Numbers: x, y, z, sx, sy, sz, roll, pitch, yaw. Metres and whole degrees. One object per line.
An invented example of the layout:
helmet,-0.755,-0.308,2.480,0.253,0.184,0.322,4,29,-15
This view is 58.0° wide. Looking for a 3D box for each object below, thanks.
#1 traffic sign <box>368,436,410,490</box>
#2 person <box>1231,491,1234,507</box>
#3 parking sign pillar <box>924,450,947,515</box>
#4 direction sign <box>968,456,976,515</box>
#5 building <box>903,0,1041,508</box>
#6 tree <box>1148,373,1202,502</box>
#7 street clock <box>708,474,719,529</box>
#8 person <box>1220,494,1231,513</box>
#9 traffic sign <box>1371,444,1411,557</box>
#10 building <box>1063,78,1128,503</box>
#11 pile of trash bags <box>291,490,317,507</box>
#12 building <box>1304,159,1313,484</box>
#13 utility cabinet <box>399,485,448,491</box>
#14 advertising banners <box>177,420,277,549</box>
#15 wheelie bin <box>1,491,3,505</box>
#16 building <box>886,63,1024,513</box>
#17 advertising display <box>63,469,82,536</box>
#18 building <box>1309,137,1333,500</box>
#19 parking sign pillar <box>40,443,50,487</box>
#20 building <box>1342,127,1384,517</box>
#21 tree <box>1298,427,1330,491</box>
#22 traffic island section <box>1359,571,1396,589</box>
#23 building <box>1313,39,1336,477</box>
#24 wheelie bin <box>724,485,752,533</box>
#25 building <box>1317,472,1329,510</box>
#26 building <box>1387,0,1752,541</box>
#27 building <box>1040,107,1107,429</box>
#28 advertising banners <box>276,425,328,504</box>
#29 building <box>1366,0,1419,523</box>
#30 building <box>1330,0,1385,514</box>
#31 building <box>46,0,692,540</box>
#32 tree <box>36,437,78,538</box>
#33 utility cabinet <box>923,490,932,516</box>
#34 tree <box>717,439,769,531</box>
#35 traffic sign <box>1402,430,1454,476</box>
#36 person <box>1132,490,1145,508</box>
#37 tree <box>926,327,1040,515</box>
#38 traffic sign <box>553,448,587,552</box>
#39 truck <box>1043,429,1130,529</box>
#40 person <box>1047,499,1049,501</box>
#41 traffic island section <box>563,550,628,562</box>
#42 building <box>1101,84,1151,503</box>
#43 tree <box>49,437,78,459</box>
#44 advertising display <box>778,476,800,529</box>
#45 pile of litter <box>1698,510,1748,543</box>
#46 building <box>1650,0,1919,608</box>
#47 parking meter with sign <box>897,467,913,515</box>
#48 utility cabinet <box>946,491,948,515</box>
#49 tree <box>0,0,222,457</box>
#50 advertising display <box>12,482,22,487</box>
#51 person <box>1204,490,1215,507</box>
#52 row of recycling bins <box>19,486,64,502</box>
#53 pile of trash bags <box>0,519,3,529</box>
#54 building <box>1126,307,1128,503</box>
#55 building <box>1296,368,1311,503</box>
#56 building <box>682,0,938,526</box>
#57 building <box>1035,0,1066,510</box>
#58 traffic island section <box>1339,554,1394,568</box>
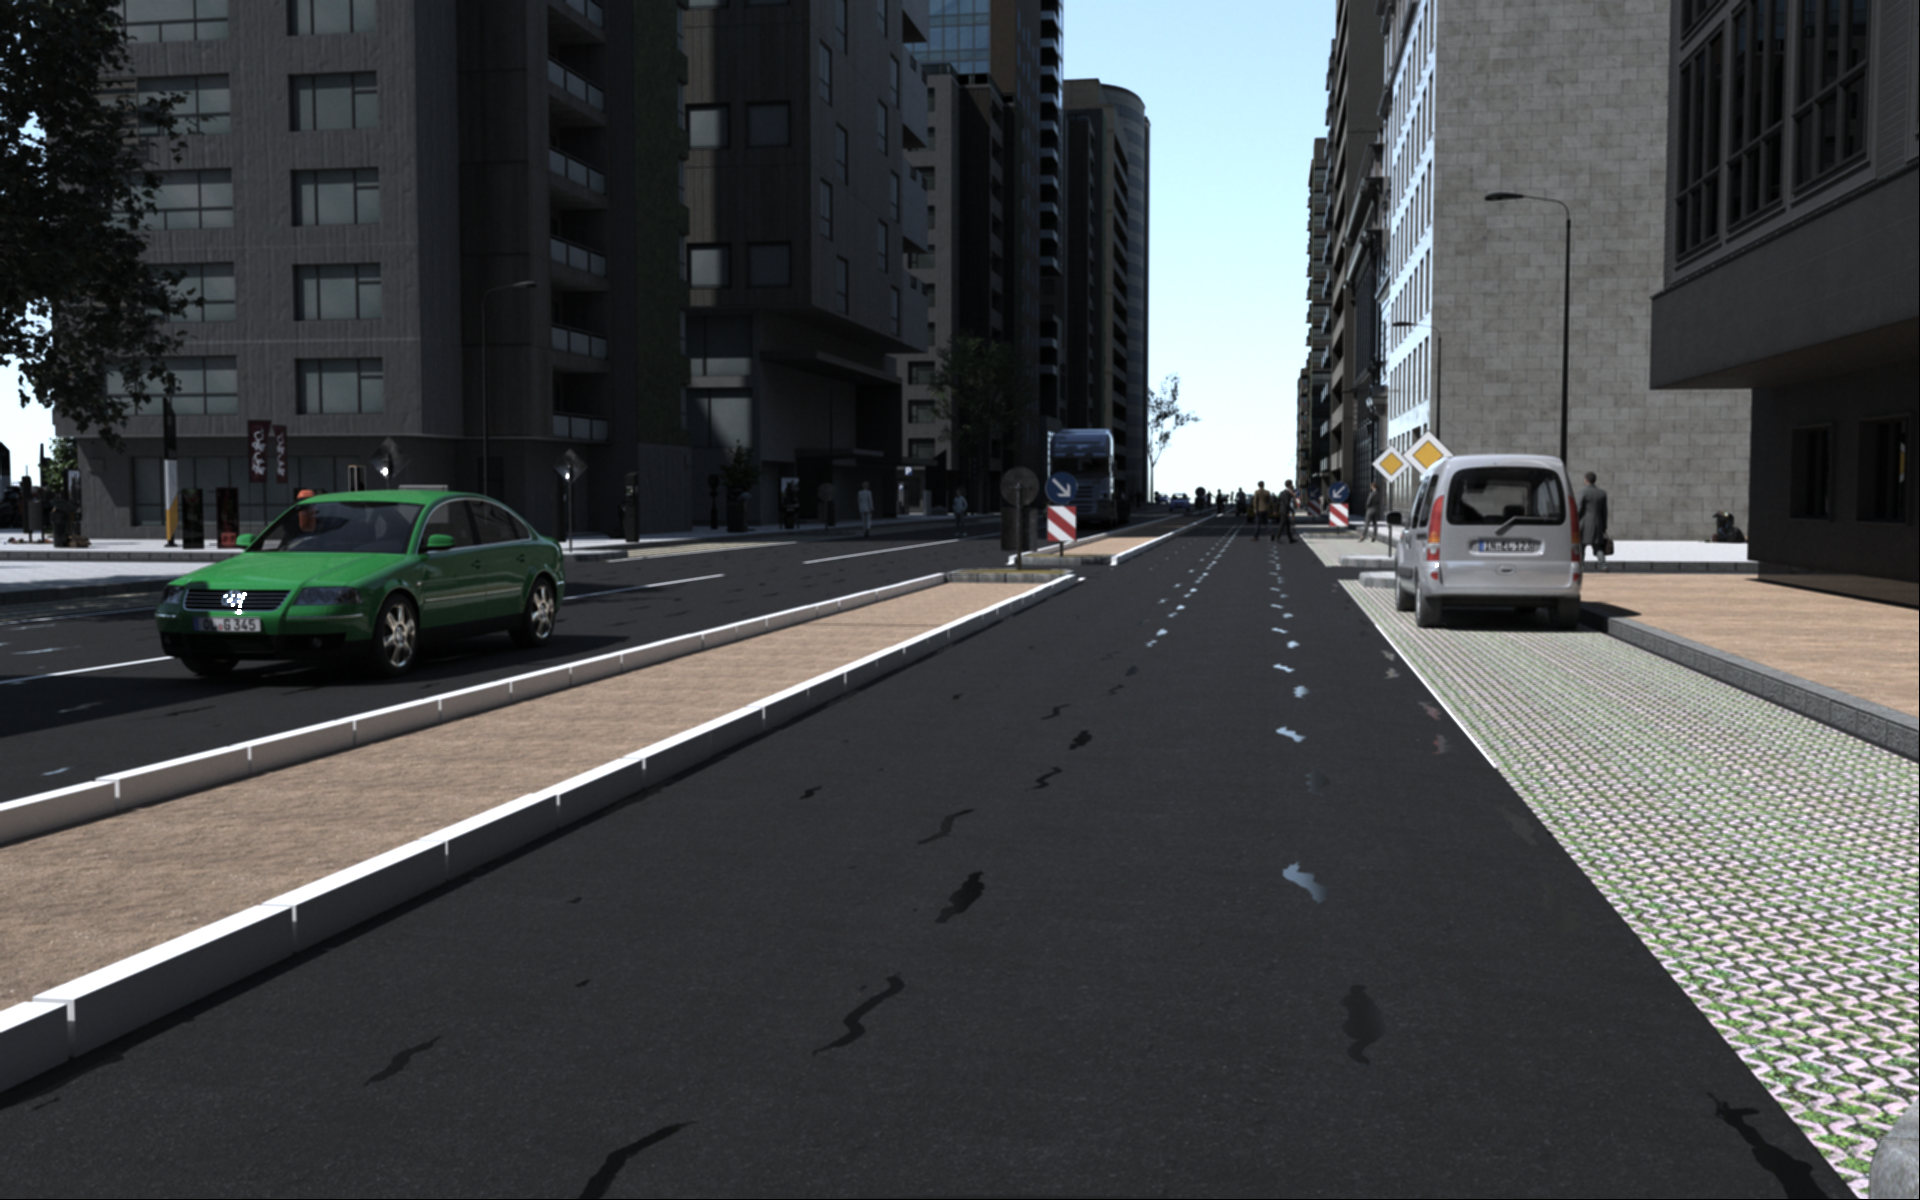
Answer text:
traffic sign,-9.954,-1.625,30.208,0.795,2.450,0.064,1,4,10
person,29.841,-11.090,190.538,0.721,1.743,1.217,0,4,4
parking sign pillar,-1.492,-7.081,104.254,1.447,3.967,1.447,-1,4,-15
direction sign,0.744,-6.860,104.154,0.379,3.537,0.876,-2,4,-31
building,-1.523,-29.633,134.604,14.600,45.320,14.200,1,4,10
tree,31.184,-25.246,268.662,12.611,20.169,13.585,0,3,0
street clock,-8.956,-3.577,63.051,0.358,2.002,0.471,-2,4,-33
person,19.575,-7.104,127.831,0.628,1.438,0.799,3,4,36
traffic sign,8.707,-1.919,35.018,0.795,2.450,0.064,1,4,10
building,8.583,-35.711,207.571,21.300,48.544,21.600,1,4,10
pile of trash bags,-35.417,-4.973,91.062,1.912,1.369,3.447,1,4,12
building,55.418,-34.628,220.786,22.147,44.769,28.867,1,4,10
utility cabinet,-13.574,-2.152,43.861,1.173,1.500,0.318,-1,4,-12
advertising banners,-17.252,-2.721,40.681,2.074,3.025,0.090,-1,4,-23
wheelie bin,-38.736,-3.851,70.876,0.980,1.594,0.693,1,4,21
building,-3.476,-21.332,120.476,14.160,30.474,14.107,1,4,10
advertising display,-22.612,-2.381,44.147,0.123,1.923,0.974,-1,4,-9
building,47.748,-31.609,200.405,14.154,41.232,14.086,1,4,10
parking sign pillar,-48.728,-6.348,92.258,1.447,3.967,1.447,-2,4,-31
building,28.403,-15.535,95.799,13.314,21.916,24.055,1,4,10
tree,39.347,-14.773,191.908,4.360,8.622,3.978,0,3,0
traffic island section,7.346,-0.302,27.226,2.009,0.180,2.903,1,4,10
building,46.391,-33.412,165.896,23.786,49.044,30.456,1,4,10
wheelie bin,-7.427,-3.052,57.812,0.980,1.594,0.693,0,4,4
building,45.407,-27.320,138.557,32.217,40.220,23.993,1,4,10
building,19.719,-12.274,55.433,10.420,20.320,16.860,1,4,10
building,7.507,-30.330,179.486,14.154,41.232,14.086,1,4,10
advertising banners,-17.040,-2.971,44.762,0.090,3.025,2.074,1,4,17
building,24.805,-17.566,73.113,13.634,28.700,20.117,1,4,10
building,36.491,-30.157,116.765,21.300,48.544,21.600,1,4,10
building,-17.290,-22.576,52.715,14.154,41.232,14.086,1,4,10
tree,-26.398,-3.452,51.044,1.663,3.219,1.824,0,3,0
utility cabinet,-1.889,-5.625,100.642,0.318,1.500,1.173,-1,4,-11
tree,-7.760,-4.040,60.658,1.663,3.219,1.824,0,3,0
traffic sign,7.321,-1.438,27.153,0.795,2.450,0.064,1,4,10
person,18.153,-10.269,176.358,1.348,1.831,0.705,0,4,5
tree,1.412,-11.197,108.822,9.928,11.665,9.643,0,3,0
traffic sign,-8.568,-2.106,38.073,0.795,2.450,0.064,1,4,10
truck,5.974,-5.360,77.387,2.967,4.110,18.799,1,4,8
person,6.806,-7.168,126.409,0.721,1.736,1.217,-3,5,-39
traffic island section,-8.592,-0.970,38.139,2.009,0.180,2.903,1,4,10
building,15.599,-43.171,247.848,21.231,58.520,28.212,1,4,10
tree,-36.649,-5.486,73.417,4.285,4.588,4.351,0,3,0
advertising display,-6.220,-3.541,63.117,0.123,1.923,0.974,3,5,41
pile of litter,20.386,-1.949,45.838,1.176,0.858,1.719,-1,4,-11
building,15.088,-13.387,12.390,14.314,27.812,24.014,1,4,10
parking meter with sign,-3.591,-6.909,109.229,0.543,3.016,1.738,2,4,24
utility cabinet,-1.331,-5.967,106.234,1.173,1.500,0.318,-1,4,-21
tree,-14.132,-6.391,21.493,9.611,12.733,9.660,0,3,0
advertising display,-50.254,-5.329,92.350,0.974,1.923,0.123,3,5,39
person,26.818,-10.878,186.380,1.348,1.821,0.705,0,4,3
row of recycling bins,-52.963,-5.701,100.317,1.069,1.692,3.534,0,4,5
pile of trash bags,-35.571,-3.368,64.821,3.447,1.369,1.912,3,5,40
building,14.296,-27.785,225.978,14.160,30.474,14.107,1,4,10
building,62.817,-24.736,249.468,27.650,21.520,28.899,1,4,10
building,-16.730,-30.104,81.443,28.713,52.752,27.495,1,4,10
building,-1.198,-51.628,156.786,22.319,86.520,31.000,1,4,10
traffic island section,8.732,-0.783,35.091,2.009,0.180,2.903,1,4,10
